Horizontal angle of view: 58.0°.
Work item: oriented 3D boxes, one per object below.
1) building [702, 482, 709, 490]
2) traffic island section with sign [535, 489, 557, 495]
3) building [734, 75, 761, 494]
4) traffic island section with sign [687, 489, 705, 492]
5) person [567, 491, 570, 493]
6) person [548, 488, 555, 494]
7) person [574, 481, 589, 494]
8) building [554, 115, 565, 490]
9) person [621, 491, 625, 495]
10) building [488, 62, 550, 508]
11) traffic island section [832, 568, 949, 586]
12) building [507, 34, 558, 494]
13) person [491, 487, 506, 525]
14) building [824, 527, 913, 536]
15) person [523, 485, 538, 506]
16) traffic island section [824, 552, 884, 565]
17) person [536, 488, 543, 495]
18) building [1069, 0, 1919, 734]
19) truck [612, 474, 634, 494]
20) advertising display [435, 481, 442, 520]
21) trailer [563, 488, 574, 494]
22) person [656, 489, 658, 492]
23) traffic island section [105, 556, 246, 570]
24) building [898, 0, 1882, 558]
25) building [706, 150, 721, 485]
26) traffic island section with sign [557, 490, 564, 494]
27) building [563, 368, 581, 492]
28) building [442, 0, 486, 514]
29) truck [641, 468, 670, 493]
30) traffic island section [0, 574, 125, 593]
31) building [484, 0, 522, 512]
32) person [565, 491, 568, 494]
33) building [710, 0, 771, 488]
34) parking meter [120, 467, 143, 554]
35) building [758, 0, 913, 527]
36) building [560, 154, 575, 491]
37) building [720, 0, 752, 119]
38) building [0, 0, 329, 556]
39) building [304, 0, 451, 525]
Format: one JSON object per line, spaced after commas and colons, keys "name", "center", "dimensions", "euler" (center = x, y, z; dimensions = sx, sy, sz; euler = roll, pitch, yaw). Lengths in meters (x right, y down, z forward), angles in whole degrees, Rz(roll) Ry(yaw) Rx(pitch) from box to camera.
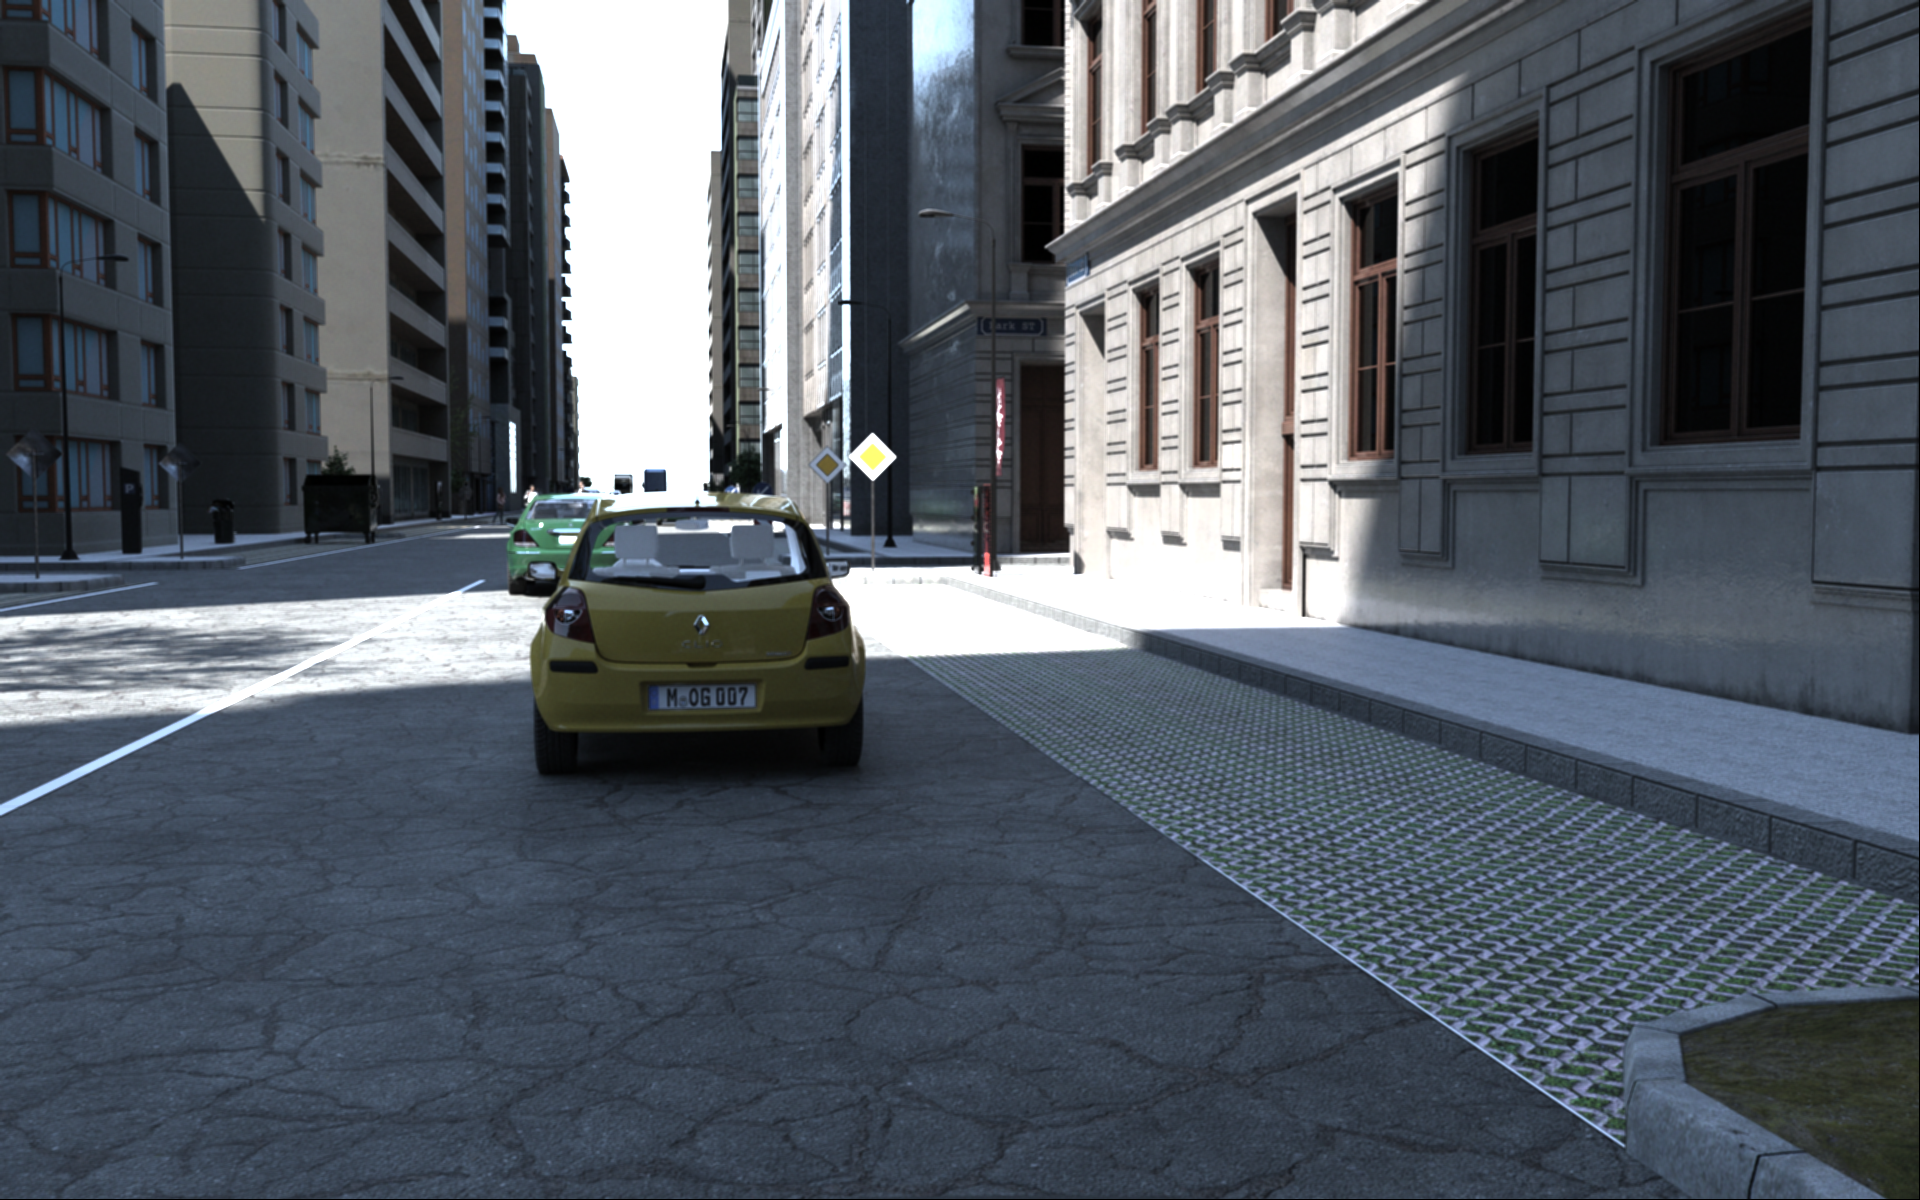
{"name": "building", "center": [-22.289, -34.652, 258.440], "dimensions": [32.217, 40.220, 23.993], "euler": [-1, 4, -10]}
{"name": "traffic island section with sign", "center": [-32.187, -7.594, 132.788], "dimensions": [1.989, 1.847, 2.006], "euler": [-1, 4, -10]}
{"name": "building", "center": [-9.112, -21.552, 124.084], "dimensions": [14.160, 30.474, 14.107], "euler": [-1, 4, -10]}
{"name": "traffic island section with sign", "center": [-24.272, -9.291, 160.541], "dimensions": [1.989, 1.847, 2.006], "euler": [-1, 4, -10]}
{"name": "person", "center": [-33.711, -8.589, 149.718], "dimensions": [1.217, 1.735, 0.721], "euler": [3, 4, 36]}
{"name": "person", "center": [-26.747, -6.422, 113.581], "dimensions": [1.350, 1.814, 0.705], "euler": [1, 4, 9]}
{"name": "person", "center": [-13.546, -3.300, 61.813], "dimensions": [0.648, 1.900, 0.474], "euler": [-1, 4, -18]}
{"name": "building", "center": [-52.397, -33.371, 195.719], "dimensions": [14.600, 45.320, 14.200], "euler": [-1, 4, -10]}
{"name": "person", "center": [-40.295, -12.174, 207.635], "dimensions": [1.350, 1.814, 0.705], "euler": [-3, 5, -44]}
{"name": "building", "center": [-45.564, -29.069, 158.867], "dimensions": [14.154, 41.232, 14.086], "euler": [-1, 4, -10]}
{"name": "traffic island section", "center": [-1.407, -0.375, 28.411], "dimensions": [2.009, 0.180, 2.903], "euler": [-1, 4, -10]}
{"name": "building", "center": [-48.545, -31.954, 172.556], "dimensions": [14.600, 45.320, 14.200], "euler": [-1, 4, -10]}
{"name": "person", "center": [-21.052, -4.280, 79.063], "dimensions": [0.643, 1.750, 0.593], "euler": [0, 3, 0]}
{"name": "building", "center": [0.894, -15.003, 63.329], "dimensions": [12.078, 24.808, 19.932], "euler": [-1, 4, -10]}
{"name": "person", "center": [-18.911, -4.143, 76.334], "dimensions": [0.679, 1.850, 0.850], "euler": [-1, 4, -11]}
{"name": "traffic island section", "center": [-2.748, -0.856, 36.283], "dimensions": [2.009, 0.180, 2.903], "euler": [-1, 4, -10]}
{"name": "person", "center": [-24.624, -5.659, 101.123], "dimensions": [0.635, 1.810, 0.391], "euler": [2, 4, 24]}
{"name": "building", "center": [8.311, -11.181, 18.966], "dimensions": [11.583, 22.565, 21.152], "euler": [-1, 4, -10]}
{"name": "truck", "center": [-46.474, -15.310, 239.231], "dimensions": [2.839, 4.237, 11.283], "euler": [-1, 4, -9]}
{"name": "advertising display", "center": [-25.482, -4.860, 84.671], "dimensions": [0.123, 1.923, 0.974], "euler": [0, 4, -4]}
{"name": "trailer", "center": [-37.528, -9.727, 166.084], "dimensions": [1.471, 1.999, 3.904], "euler": [-1, 4, -10]}
{"name": "person", "center": [-25.237, -8.311, 144.345], "dimensions": [1.348, 1.831, 0.705], "euler": [-1, 4, -20]}
{"name": "traffic island section", "center": [-15.359, -0.726, 34.146], "dimensions": [2.009, 0.180, 2.903], "euler": [-1, 4, -10]}
{"name": "building", "center": [9.156, -12.634, 42.720], "dimensions": [21.152, 22.565, 11.583], "euler": [-1, 4, -10]}
{"name": "building", "center": [-23.055, -37.317, 233.835], "dimensions": [21.300, 48.544, 21.600], "euler": [-1, 4, -10]}
{"name": "traffic island section with sign", "center": [-36.723, -9.219, 159.360], "dimensions": [1.989, 1.847, 2.006], "euler": [-1, 4, -10]}
{"name": "building", "center": [-68.504, -24.448, 244.756], "dimensions": [27.650, 21.520, 28.899], "euler": [-1, 4, -10]}
{"name": "building", "center": [-38.963, -28.366, 113.901], "dimensions": [14.600, 45.320, 14.200], "euler": [-1, 4, -10]}
{"name": "truck", "center": [-30.720, -11.300, 174.509], "dimensions": [2.967, 4.110, 18.799], "euler": [-1, 4, -10]}
{"name": "traffic island section", "center": [-14.017, -0.244, 26.274], "dimensions": [2.009, 0.180, 2.903], "euler": [-1, 4, -10]}
{"name": "building", "center": [-45.778, -50.272, 134.625], "dimensions": [22.319, 86.520, 31.000], "euler": [-1, 4, -10]}
{"name": "person", "center": [-33.467, -8.441, 147.316], "dimensions": [0.445, 1.727, 0.742], "euler": [0, 4, -3]}
{"name": "building", "center": [-20.258, -47.339, 212.250], "dimensions": [20.563, 71.187, 20.611], "euler": [-1, 4, -10]}
{"name": "parking meter", "center": [-17.815, -1.930, 37.263], "dimensions": [0.399, 1.863, 0.255], "euler": [-1, 4, -15]}
{"name": "building", "center": [-3.111, -16.257, 83.825], "dimensions": [12.078, 24.808, 19.932], "euler": [-1, 4, -10]}
{"name": "building", "center": [-59.981, -34.350, 216.251], "dimensions": [22.147, 44.769, 28.867], "euler": [-1, 4, -10]}
{"name": "building", "center": [-11.209, -32.934, 162.170], "dimensions": [21.300, 48.544, 21.600], "euler": [-1, 4, -10]}
{"name": "building", "center": [-34.607, -12.361, 47.146], "dimensions": [27.650, 21.520, 28.899], "euler": [-1, 4, -10]}
{"name": "building", "center": [-36.140, -27.891, 79.725], "dimensions": [21.300, 48.544, 21.600], "euler": [-1, 4, -10]}
